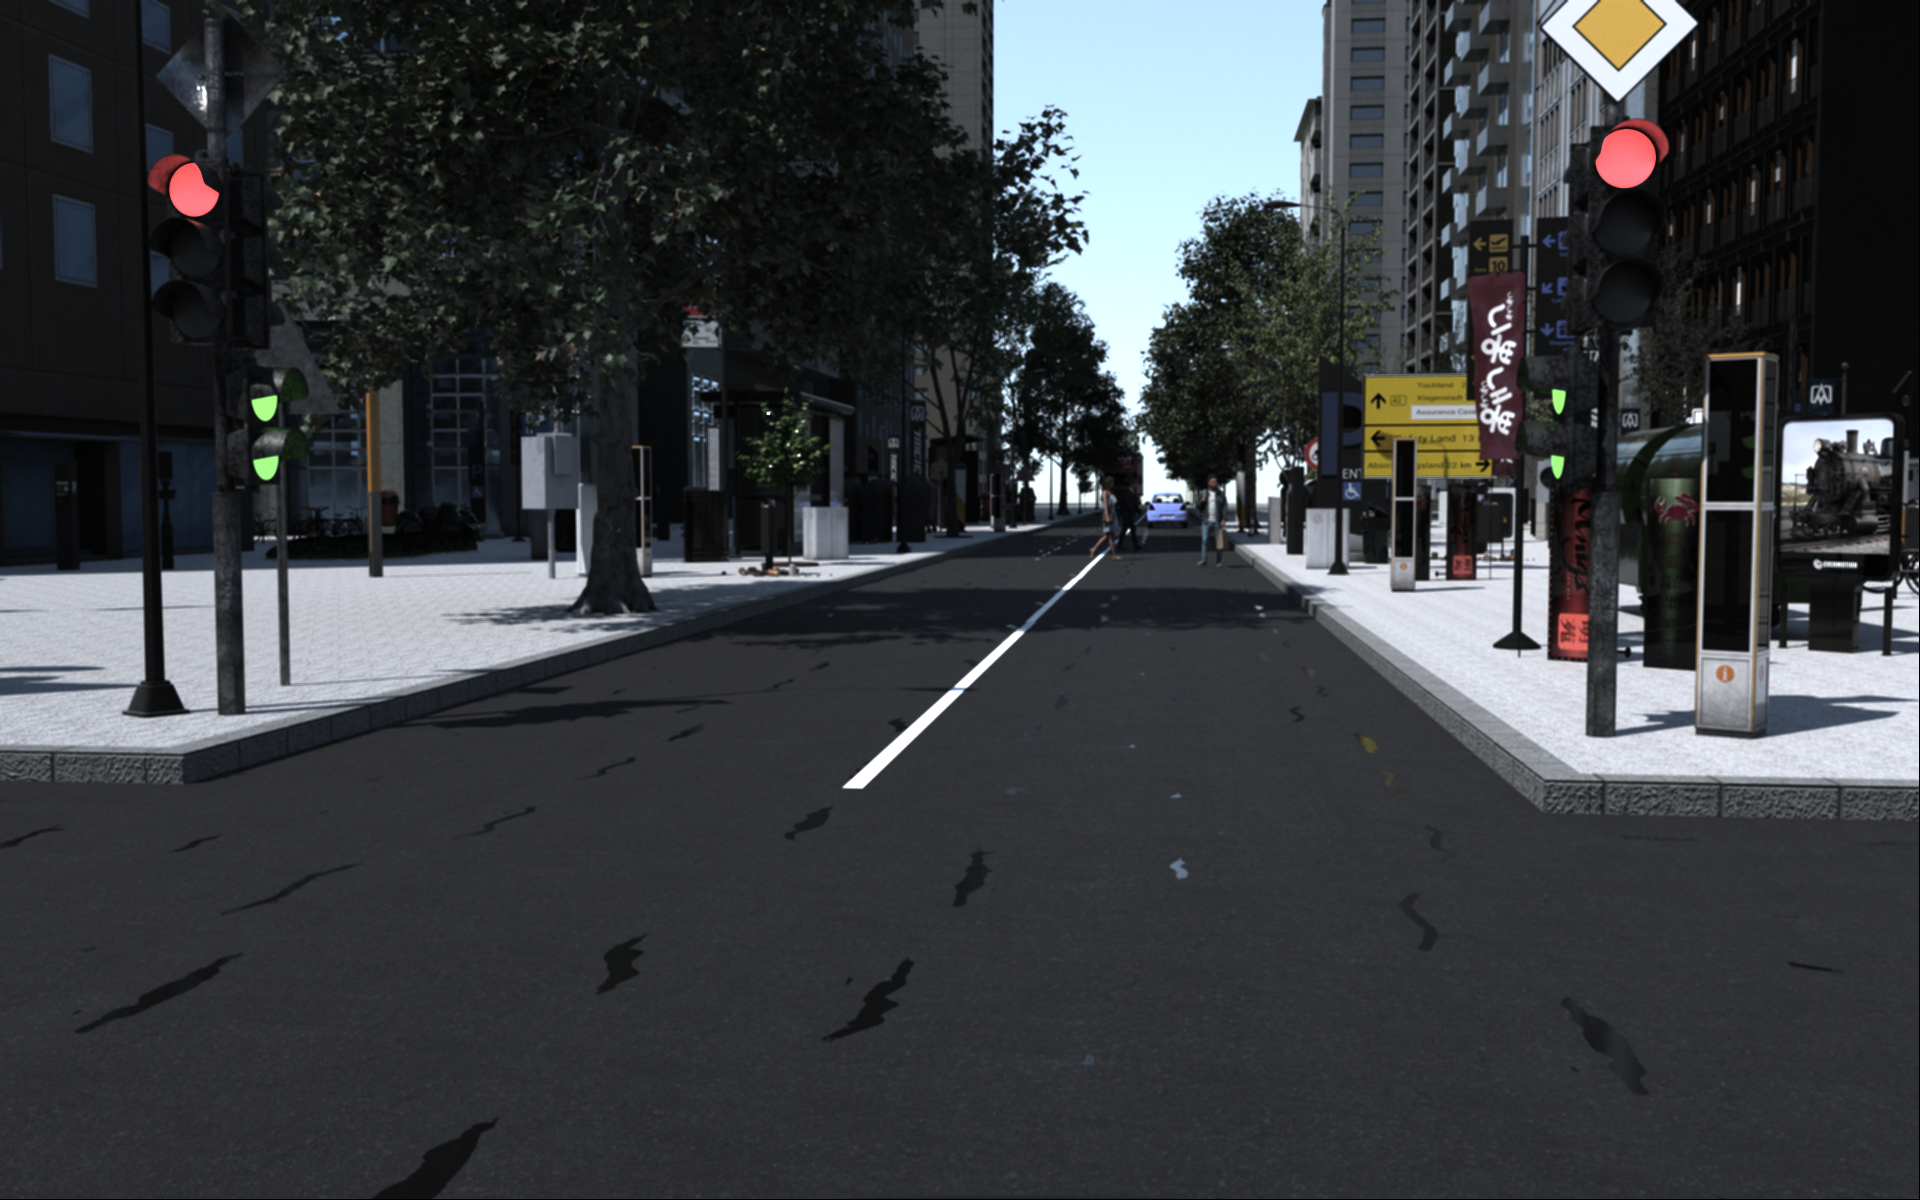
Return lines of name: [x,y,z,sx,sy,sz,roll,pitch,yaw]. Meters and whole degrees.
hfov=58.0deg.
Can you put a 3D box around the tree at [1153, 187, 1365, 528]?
tree: [10.791,-9.052,65.010,9.611,12.733,9.660,0,3,0]

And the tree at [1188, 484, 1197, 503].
tree: [12.362,-7.808,78.021,4.737,8.622,4.395,0,3,0]

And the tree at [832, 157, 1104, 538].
tree: [-0.199,-7.655,50.919,9.928,11.665,9.643,0,3,0]

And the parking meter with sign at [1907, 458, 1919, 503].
parking meter with sign: [20.190,-2.494,37.031,1.738,3.016,0.543,0,4,8]

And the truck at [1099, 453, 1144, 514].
truck: [11.315,-8.024,120.100,2.839,4.237,11.283,0,4,8]

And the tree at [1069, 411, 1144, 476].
tree: [14.944,-14.959,178.996,8.767,10.594,7.601,1,4,13]

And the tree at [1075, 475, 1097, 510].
tree: [9.887,-8.724,137.238,1.663,3.219,1.824,0,3,0]

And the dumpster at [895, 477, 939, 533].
dumpster: [-1.447,-3.175,57.672,1.264,1.857,1.865,0,4,7]

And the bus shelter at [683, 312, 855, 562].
bus shelter: [-4.093,-3.610,36.651,2.179,5.291,8.768,0,4,7]

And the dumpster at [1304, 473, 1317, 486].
dumpster: [17.085,-4.915,82.855,1.502,2.255,1.985,0,4,7]

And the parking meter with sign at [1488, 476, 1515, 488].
parking meter with sign: [19.830,-4.091,63.142,0.543,3.016,1.738,-1,4,-23]

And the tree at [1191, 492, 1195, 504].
tree: [31.396,-18.758,232.455,9.928,11.665,9.643,0,3,0]

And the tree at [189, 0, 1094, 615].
tree: [-3.733,-6.219,18.691,9.611,12.733,9.660,0,3,0]

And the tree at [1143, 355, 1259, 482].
tree: [19.442,-14.152,138.037,9.857,13.997,8.962,0,3,0]

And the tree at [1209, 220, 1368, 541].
tree: [9.090,-5.946,47.584,4.360,8.622,3.978,0,3,0]

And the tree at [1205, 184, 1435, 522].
tree: [8.249,-5.514,40.509,4.737,8.622,4.395,0,3,0]

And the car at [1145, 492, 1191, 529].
car: [8.782,-3.896,73.289,1.945,1.707,3.694,0,4,7]

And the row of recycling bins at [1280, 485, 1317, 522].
row of recycling bins: [15.864,-4.469,80.187,1.069,1.692,3.534,2,4,35]

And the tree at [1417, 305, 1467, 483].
tree: [19.978,-7.234,68.637,4.360,8.622,3.978,0,3,0]

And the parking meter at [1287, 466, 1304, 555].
parking meter: [7.123,-1.900,36.772,0.255,1.863,0.399,-1,4,-10]

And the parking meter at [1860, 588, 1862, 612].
parking meter: [9.616,-0.802,18.826,0.399,1.863,0.255,-2,4,-29]

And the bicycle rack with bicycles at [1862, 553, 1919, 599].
bicycle rack with bicycles: [12.619,-0.492,21.428,2.925,0.926,2.852,3,5,41]

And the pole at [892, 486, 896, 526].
pole: [-2.681,-4.675,70.287,0.158,3.312,0.155,0,3,0]

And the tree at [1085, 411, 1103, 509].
tree: [12.448,-12.390,152.940,4.737,8.622,4.395,0,3,0]

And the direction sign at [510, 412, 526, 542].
direction sign: [-11.969,-3.356,46.872,0.379,3.537,0.876,0,4,7]

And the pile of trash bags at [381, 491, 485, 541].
pile of trash bags: [-14.197,-2.200,45.730,1.912,1.369,3.447,1,4,18]

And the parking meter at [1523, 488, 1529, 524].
parking meter: [24.390,-4.067,74.909,0.372,1.533,0.369,0,3,0]

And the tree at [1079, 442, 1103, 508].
tree: [12.899,-12.796,159.571,4.360,8.622,3.978,0,3,0]

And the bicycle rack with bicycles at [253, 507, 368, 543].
bicycle rack with bicycles: [-16.890,-1.957,45.373,2.925,0.926,2.852,1,4,18]

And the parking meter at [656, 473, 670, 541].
parking meter: [-8.215,-2.581,47.908,0.255,1.863,0.399,-2,4,-29]

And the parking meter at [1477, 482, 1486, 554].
parking meter: [11.052,-1.754,37.095,0.372,1.533,0.369,0,3,0]

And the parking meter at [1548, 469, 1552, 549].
parking meter: [14.030,-2.135,40.611,0.399,1.863,0.255,-2,4,-29]

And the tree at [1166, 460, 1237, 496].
tree: [24.203,-15.778,176.101,7.486,12.596,7.792,0,3,0]

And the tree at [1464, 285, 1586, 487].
tree: [19.696,-6.657,59.210,4.737,8.622,4.395,0,3,0]

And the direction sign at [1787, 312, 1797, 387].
direction sign: [10.520,-1.834,21.978,0.379,3.537,0.876,2,4,30]

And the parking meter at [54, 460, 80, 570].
parking meter: [-15.082,-1.439,29.246,0.255,1.863,0.399,0,4,-8]

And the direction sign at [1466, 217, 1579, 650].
direction sign: [4.642,-1.366,14.333,0.876,3.537,0.379,1,4,18]

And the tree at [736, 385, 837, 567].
tree: [-3.075,-2.229,31.039,1.663,3.219,1.824,0,3,0]

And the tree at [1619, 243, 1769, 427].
tree: [21.000,-6.131,50.605,4.360,8.622,3.978,0,3,0]

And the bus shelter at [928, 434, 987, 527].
bus shelter: [-0.053,-4.889,71.225,1.731,3.624,6.357,0,4,7]

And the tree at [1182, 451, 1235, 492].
tree: [16.166,-7.844,111.967,4.285,4.588,4.351,0,3,0]

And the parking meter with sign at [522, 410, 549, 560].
parking meter with sign: [-8.425,-2.346,34.626,0.543,3.016,1.738,-1,4,-17]

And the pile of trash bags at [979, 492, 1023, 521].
pile of trash bags: [1.767,-4.396,81.627,1.912,1.369,3.447,1,4,21]

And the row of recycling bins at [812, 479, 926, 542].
row of recycling bins: [-2.571,-2.423,46.733,3.534,1.692,1.069,1,4,21]
